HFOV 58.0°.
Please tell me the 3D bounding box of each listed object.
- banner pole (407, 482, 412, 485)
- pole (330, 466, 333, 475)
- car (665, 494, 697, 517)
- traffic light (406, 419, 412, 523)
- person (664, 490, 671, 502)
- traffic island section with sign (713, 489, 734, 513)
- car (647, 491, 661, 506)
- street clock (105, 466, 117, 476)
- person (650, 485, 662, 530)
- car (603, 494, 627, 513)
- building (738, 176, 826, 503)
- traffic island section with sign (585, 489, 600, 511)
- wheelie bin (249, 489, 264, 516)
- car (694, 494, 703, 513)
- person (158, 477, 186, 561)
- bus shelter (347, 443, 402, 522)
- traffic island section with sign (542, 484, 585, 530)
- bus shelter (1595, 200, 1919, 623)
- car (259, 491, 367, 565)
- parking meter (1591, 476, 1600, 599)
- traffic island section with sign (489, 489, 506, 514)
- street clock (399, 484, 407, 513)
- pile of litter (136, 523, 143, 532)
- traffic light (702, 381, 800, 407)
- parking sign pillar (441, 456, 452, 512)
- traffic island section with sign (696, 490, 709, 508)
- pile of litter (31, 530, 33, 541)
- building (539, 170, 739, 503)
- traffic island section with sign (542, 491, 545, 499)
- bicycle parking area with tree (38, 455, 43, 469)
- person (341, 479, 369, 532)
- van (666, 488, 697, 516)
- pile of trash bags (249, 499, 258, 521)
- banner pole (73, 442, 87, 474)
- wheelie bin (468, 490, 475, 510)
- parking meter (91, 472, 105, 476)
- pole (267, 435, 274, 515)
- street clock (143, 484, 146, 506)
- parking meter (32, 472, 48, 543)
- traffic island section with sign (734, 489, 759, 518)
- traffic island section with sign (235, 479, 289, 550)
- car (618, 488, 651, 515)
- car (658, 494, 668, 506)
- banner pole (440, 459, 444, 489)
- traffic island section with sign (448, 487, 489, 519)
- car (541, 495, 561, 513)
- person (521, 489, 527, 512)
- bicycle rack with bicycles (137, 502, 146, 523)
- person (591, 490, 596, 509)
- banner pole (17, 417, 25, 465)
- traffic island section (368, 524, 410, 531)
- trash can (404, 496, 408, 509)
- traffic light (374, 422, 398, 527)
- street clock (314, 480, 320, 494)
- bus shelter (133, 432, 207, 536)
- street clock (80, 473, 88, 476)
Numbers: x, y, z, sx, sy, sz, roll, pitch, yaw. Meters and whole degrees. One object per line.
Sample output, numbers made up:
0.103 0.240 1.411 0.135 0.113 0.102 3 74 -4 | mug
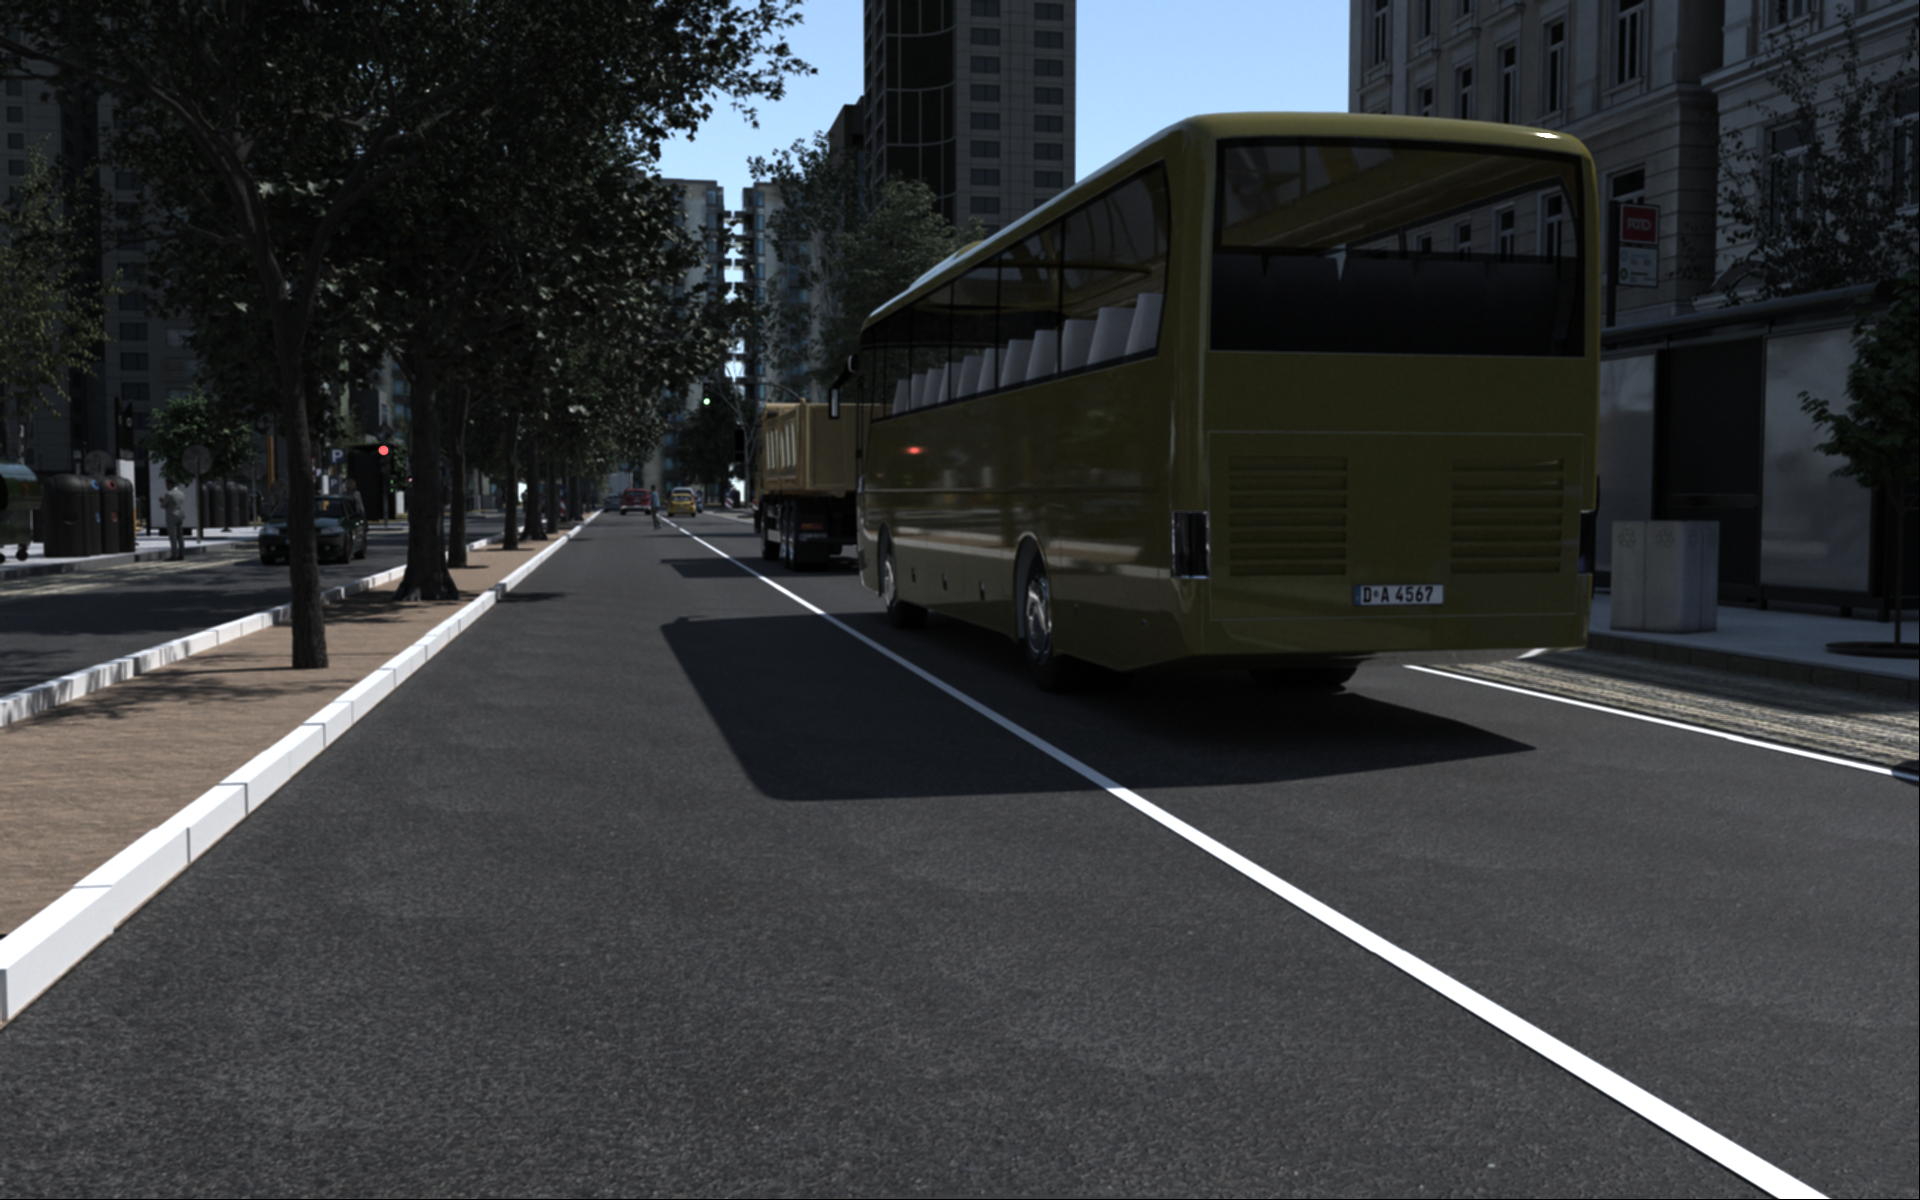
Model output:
-37.963 -7.939 119.819 0.863 3.779 0.401 2 4 30 | banner pole
-45.763 -8.096 126.208 0.158 3.312 0.155 0 3 0 | pole
-17.402 -5.989 108.141 2.015 1.641 3.980 -1 4 -9 | car
-21.955 -6.197 75.995 4.771 5.953 1.251 -1 4 -11 | traffic light
-31.277 -10.887 186.438 1.348 1.831 0.705 -3 5 -42 | person
-17.517 -7.433 130.163 1.989 1.847 2.006 -1 4 -11 | traffic island section with sign
-38.594 -12.781 217.636 2.281 1.827 5.304 -1 4 -10 | car
-21.967 -2.472 44.985 0.358 2.002 0.471 0 4 1 | street clock
-12.057 -3.654 68.592 0.444 1.785 0.601 1 4 22 | person
-26.729 -7.489 134.448 2.014 1.417 4.499 -1 4 -10 | car
-19.182 -39.400 263.805 30.456 49.044 23.786 -1 4 -11 | building
-32.138 -8.696 150.315 2.006 1.907 1.989 -1 4 -11 | traffic island section with sign
-41.081 -5.702 101.134 0.693 1.594 0.980 -1 4 -13 | wheelie bin
-20.589 -7.348 132.149 2.014 1.417 4.499 -1 4 -11 | car
-16.842 -1.731 36.983 0.466 1.800 0.511 0 4 -1 | person
-27.649 -5.547 81.969 1.731 3.624 6.357 -1 4 -11 | bus shelter
-17.735 -4.185 76.564 2.006 1.907 1.989 -1 4 -11 | traffic island section with sign
9.160 -2.678 21.424 2.179 5.291 8.768 -1 4 -11 | bus shelter
-13.622 -1.638 36.567 2.009 1.686 4.222 -1 4 -12 | car
7.586 -0.947 21.196 0.399 1.863 0.255 3 4 37 | parking meter
-33.590 -7.201 126.360 1.989 1.847 2.006 -1 4 -11 | traffic island section with sign
-37.185 -6.798 115.718 0.358 2.002 0.471 3 5 44 | street clock
-28.391 -2.749 58.914 1.176 0.858 1.719 3 4 36 | pile of litter
-8.049 -5.855 70.400 4.771 5.953 1.251 -1 4 -11 | traffic light
-36.302 -8.258 123.495 1.447 3.967 1.447 2 4 32 | parking sign pillar
-27.009 -10.408 178.792 1.989 1.847 2.006 -1 4 -11 | traffic island section with sign
-25.767 -2.083 48.026 1.176 0.858 1.719 -2 4 -27 | pile of litter
-49.491 -39.037 257.856 30.456 49.044 23.786 -1 4 -11 | building
-48.588 -11.896 203.121 1.989 1.847 2.006 -1 4 -11 | traffic island section with sign
-65.735 -8.711 129.430 8.231 4.147 9.016 -1 4 -23 | bicycle parking area with tree
-14.595 -2.019 41.701 0.709 1.800 0.728 -2 4 -35 | person
-18.159 -6.494 113.195 2.013 2.044 4.112 -1 4 -10 | van
-34.823 -4.378 81.340 3.447 1.369 1.912 -1 4 -23 | pile of trash bags
-42.661 -5.754 84.101 0.863 3.779 0.401 0 4 7 | banner pole
-38.854 -7.902 137.101 0.980 1.594 0.693 0 4 -1 | wheelie bin
-22.861 -2.465 46.018 0.399 1.863 0.255 3 4 37 | parking meter
-23.868 -4.045 59.987 0.158 3.312 0.155 0 3 0 | pole
-59.051 -7.405 125.644 0.358 2.002 0.471 -2 4 -23 | street clock
-24.256 -2.446 45.696 0.399 1.863 0.255 -3 5 -43 | parking meter
-12.228 -5.778 103.090 1.989 1.847 2.006 -1 4 -11 | traffic island section with sign
-17.811 -2.255 45.497 1.989 1.847 2.006 -1 4 -11 | traffic island section with sign
-22.331 -6.759 119.180 2.281 1.827 5.304 -1 4 -13 | car
-34.442 -11.598 199.843 2.015 1.641 3.980 -1 4 -12 | car
-35.946 -7.873 118.743 0.401 3.779 0.863 -3 5 -41 | banner pole
-28.438 -5.582 99.900 1.989 1.847 2.006 -1 4 -11 | traffic island section with sign
-31.355 -7.625 133.714 2.155 1.783 4.494 -1 4 -11 | car
-34.137 -7.779 135.867 0.592 1.802 0.473 3 4 38 | person
-37.377 -3.934 77.701 2.925 0.926 2.852 1 4 14 | bicycle rack with bicycles
-34.973 -9.564 164.850 0.705 1.826 1.348 1 4 17 | person
-28.201 -3.796 52.076 0.401 3.779 0.863 -1 4 -16 | banner pole
-22.503 -2.787 67.851 2.009 0.180 2.903 -1 4 -11 | traffic island section
-46.762 -8.199 145.703 0.748 1.137 0.748 0 3 0 | trash can
-22.462 -4.820 67.725 0.839 4.253 0.868 -1 4 -11 | traffic light
-34.289 -5.366 92.309 0.358 2.002 0.471 -1 4 -13 | street clock
-24.580 -3.760 55.398 2.014 3.302 5.546 -1 4 -11 | bus shelter
-30.111 -3.361 59.521 0.471 2.002 0.358 -2 4 -28 | street clock
